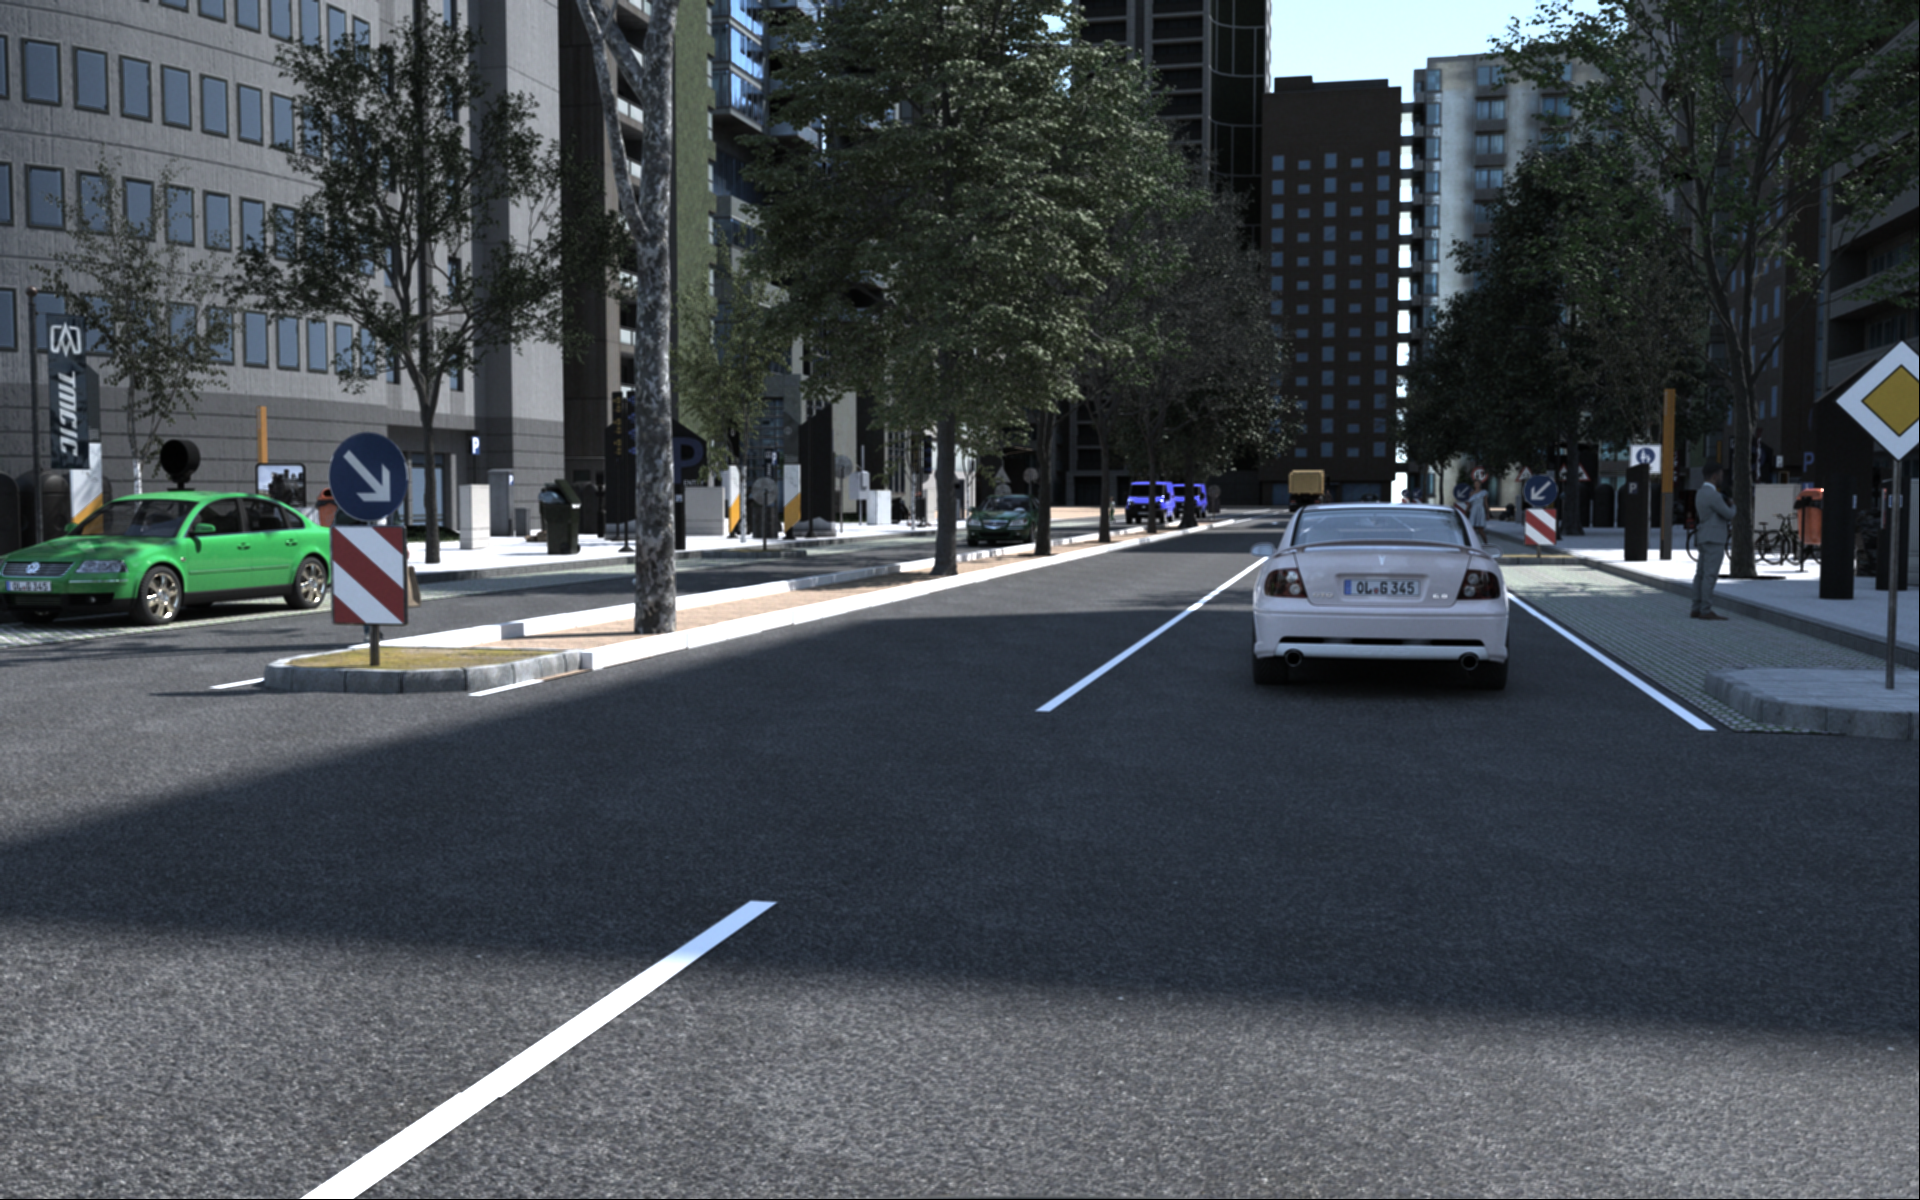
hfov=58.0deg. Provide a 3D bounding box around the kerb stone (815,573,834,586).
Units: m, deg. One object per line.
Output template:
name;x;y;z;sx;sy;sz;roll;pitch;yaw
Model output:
kerb stone;-2.209;-0.296;27.044;0.120;0.150;1.000;1;4;13

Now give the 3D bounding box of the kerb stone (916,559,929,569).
kerb stone;-0.816;-0.660;33.043;0.120;0.150;1.000;1;4;13

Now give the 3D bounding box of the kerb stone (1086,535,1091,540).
kerb stone;3.796;-1.885;53.026;0.120;0.150;1.000;1;4;13

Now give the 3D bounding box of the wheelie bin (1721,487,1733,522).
wheelie bin;35.339;-4.408;79.985;0.980;1.594;0.693;-3;5;-43

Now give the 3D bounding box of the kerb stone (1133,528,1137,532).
kerb stone;6.323;-2.558;64.011;0.120;0.150;1.000;1;4;13

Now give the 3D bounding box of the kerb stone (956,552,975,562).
kerb stone;0.109;-0.908;37.051;0.120;0.150;1.000;1;4;13

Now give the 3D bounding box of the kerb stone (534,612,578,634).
kerb stone;-4.287;0.254;18.045;0.120;0.150;1.000;1;4;13

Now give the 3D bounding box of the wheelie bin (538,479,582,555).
wheelie bin;-8.470;-1.765;36.766;0.693;1.594;0.980;0;4;7

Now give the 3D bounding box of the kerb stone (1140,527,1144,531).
kerb stone;6.787;-2.680;66.017;0.120;0.150;1.000;1;4;13

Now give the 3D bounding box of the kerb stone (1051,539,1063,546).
kerb stone;2.639;-1.580;48.027;0.120;0.150;1.000;1;4;13

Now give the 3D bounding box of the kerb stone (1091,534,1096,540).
kerb stone;4.028;-1.947;54.021;0.120;0.150;1.000;1;4;13

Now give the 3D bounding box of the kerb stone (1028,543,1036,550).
kerb stone;1.717;-1.335;44.035;0.120;0.150;1.000;1;4;13

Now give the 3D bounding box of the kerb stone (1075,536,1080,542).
kerb stone;3.335;-1.764;51.034;0.120;0.150;1.000;1;4;13

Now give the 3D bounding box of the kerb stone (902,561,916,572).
kerb stone;-1.053;-0.601;32.047;0.120;0.150;1.000;1;4;13

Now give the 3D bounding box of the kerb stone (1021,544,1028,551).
kerb stone;1.486;-1.274;43.040;0.120;0.150;1.000;1;4;13

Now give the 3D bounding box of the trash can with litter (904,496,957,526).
trash can with litter;-1.278;-3.550;69.107;2.233;1.210;1.678;1;4;11

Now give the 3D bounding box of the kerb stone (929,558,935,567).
kerb stone;-0.580;-0.725;34.047;0.120;0.150;1.000;1;4;13

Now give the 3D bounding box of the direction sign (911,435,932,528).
direction sign;-1.484;-4.554;66.452;0.876;3.537;0.379;-2;4;-27

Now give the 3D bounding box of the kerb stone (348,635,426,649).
kerb stone;-4.974;0.440;15.031;0.120;0.150;1.000;1;4;13

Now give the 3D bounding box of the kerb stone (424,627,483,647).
kerb stone;-4.742;0.379;16.041;0.120;0.150;1.000;1;4;13

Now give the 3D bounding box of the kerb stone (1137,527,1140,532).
kerb stone;6.554;-2.616;65.014;0.120;0.150;1.000;1;4;13

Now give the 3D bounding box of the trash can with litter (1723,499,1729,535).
trash can with litter;18.979;-1.963;43.481;0.624;1.170;1.055;2;4;25

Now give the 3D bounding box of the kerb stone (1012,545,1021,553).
kerb stone;1.255;-1.214;42.044;0.120;0.150;1.000;1;4;13

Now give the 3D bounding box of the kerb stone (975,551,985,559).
kerb stone;0.332;-0.970;38.048;0.120;0.150;1.000;1;4;13

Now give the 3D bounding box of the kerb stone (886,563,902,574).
kerb stone;-1.277;-0.541;31.047;0.120;0.150;1.000;1;4;13

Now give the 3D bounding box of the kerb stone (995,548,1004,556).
kerb stone;0.790;-1.091;40.041;0.120;0.150;1.000;1;4;13

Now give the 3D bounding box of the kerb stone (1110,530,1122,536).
kerb stone;5.403;-2.313;60.017;0.120;0.150;1.000;1;4;13

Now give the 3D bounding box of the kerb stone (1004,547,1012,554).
kerb stone;1.021;-1.152;41.039;0.120;0.150;1.000;1;4;13

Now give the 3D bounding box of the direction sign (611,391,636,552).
direction sign;-7.384;-2.828;38.242;0.876;3.537;0.379;3;5;42

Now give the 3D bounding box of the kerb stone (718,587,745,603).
kerb stone;-3.131;-0.050;23.053;0.120;0.150;1.000;1;4;13

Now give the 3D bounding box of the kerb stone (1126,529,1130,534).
kerb stone;5.870;-2.436;62.017;0.120;0.150;1.000;1;4;13

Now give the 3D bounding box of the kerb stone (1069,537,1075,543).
kerb stone;3.103;-1.703;50.038;0.120;0.150;1.000;1;4;13

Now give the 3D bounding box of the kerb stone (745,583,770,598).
kerb stone;-2.890;-0.109;24.046;0.120;0.150;1.000;1;4;13

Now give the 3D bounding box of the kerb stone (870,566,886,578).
kerb stone;-1.513;-0.481;30.052;0.120;0.150;1.000;1;4;13

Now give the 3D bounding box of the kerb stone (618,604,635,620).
kerb stone;-3.816;0.134;20.052;0.120;0.150;1.000;1;4;13

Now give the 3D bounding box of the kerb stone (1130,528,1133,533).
kerb stone;6.092;-2.497;63.015;0.120;0.150;1.000;1;4;13

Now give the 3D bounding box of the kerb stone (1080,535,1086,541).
kerb stone;3.563;-1.822;52.030;0.120;0.150;1.000;1;4;13

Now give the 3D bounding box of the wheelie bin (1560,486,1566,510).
wheelie bin;24.492;-3.759;69.364;0.980;1.594;0.693;0;4;4

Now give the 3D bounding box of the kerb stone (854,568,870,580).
kerb stone;-1.743;-0.414;29.051;0.120;0.150;1.000;1;4;13

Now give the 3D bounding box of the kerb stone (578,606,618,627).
kerb stone;-4.049;0.196;19.044;0.120;0.150;1.000;1;4;13

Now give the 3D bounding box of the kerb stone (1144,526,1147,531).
kerb stone;7.019;-2.741;67.012;0.120;0.150;1.000;1;4;13

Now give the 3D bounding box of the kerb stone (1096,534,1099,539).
kerb stone;4.254;-2.008;55.018;0.120;0.150;1.000;1;4;13

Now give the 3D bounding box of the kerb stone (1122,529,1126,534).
kerb stone;5.625;-2.372;61.023;0.120;0.150;1.000;1;4;13

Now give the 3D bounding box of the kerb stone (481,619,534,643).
kerb stone;-4.510;0.315;17.048;0.120;0.150;1.000;1;4;13

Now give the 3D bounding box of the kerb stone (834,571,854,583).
kerb stone;-1.962;-0.358;28.047;0.120;0.150;1.000;1;4;13

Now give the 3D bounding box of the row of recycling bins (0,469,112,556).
row of recycling bins;-15.349;-1.288;28.164;1.069;1.692;3.534;1;4;23

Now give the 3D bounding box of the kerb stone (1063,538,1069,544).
kerb stone;2.873;-1.638;49.029;0.120;0.150;1.000;1;4;13

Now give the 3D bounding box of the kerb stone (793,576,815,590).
kerb stone;-2.427;-0.235;26.041;0.120;0.150;1.000;1;4;13

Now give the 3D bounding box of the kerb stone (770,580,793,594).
kerb stone;-2.666;-0.174;25.043;0.120;0.150;1.000;1;4;13

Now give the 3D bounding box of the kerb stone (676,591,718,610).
kerb stone;-3.355;0.013;22.051;0.120;0.150;1.000;1;4;13

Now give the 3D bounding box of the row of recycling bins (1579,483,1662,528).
row of recycling bins;25.284;-3.642;66.662;3.534;1.692;1.069;1;4;22

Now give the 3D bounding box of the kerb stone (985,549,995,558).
kerb stone;0.561;-1.030;39.045;0.120;0.150;1.000;1;4;13

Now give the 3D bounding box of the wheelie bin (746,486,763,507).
wheelie bin;-8.083;-3.660;67.744;0.693;1.594;0.980;-3;5;-40
